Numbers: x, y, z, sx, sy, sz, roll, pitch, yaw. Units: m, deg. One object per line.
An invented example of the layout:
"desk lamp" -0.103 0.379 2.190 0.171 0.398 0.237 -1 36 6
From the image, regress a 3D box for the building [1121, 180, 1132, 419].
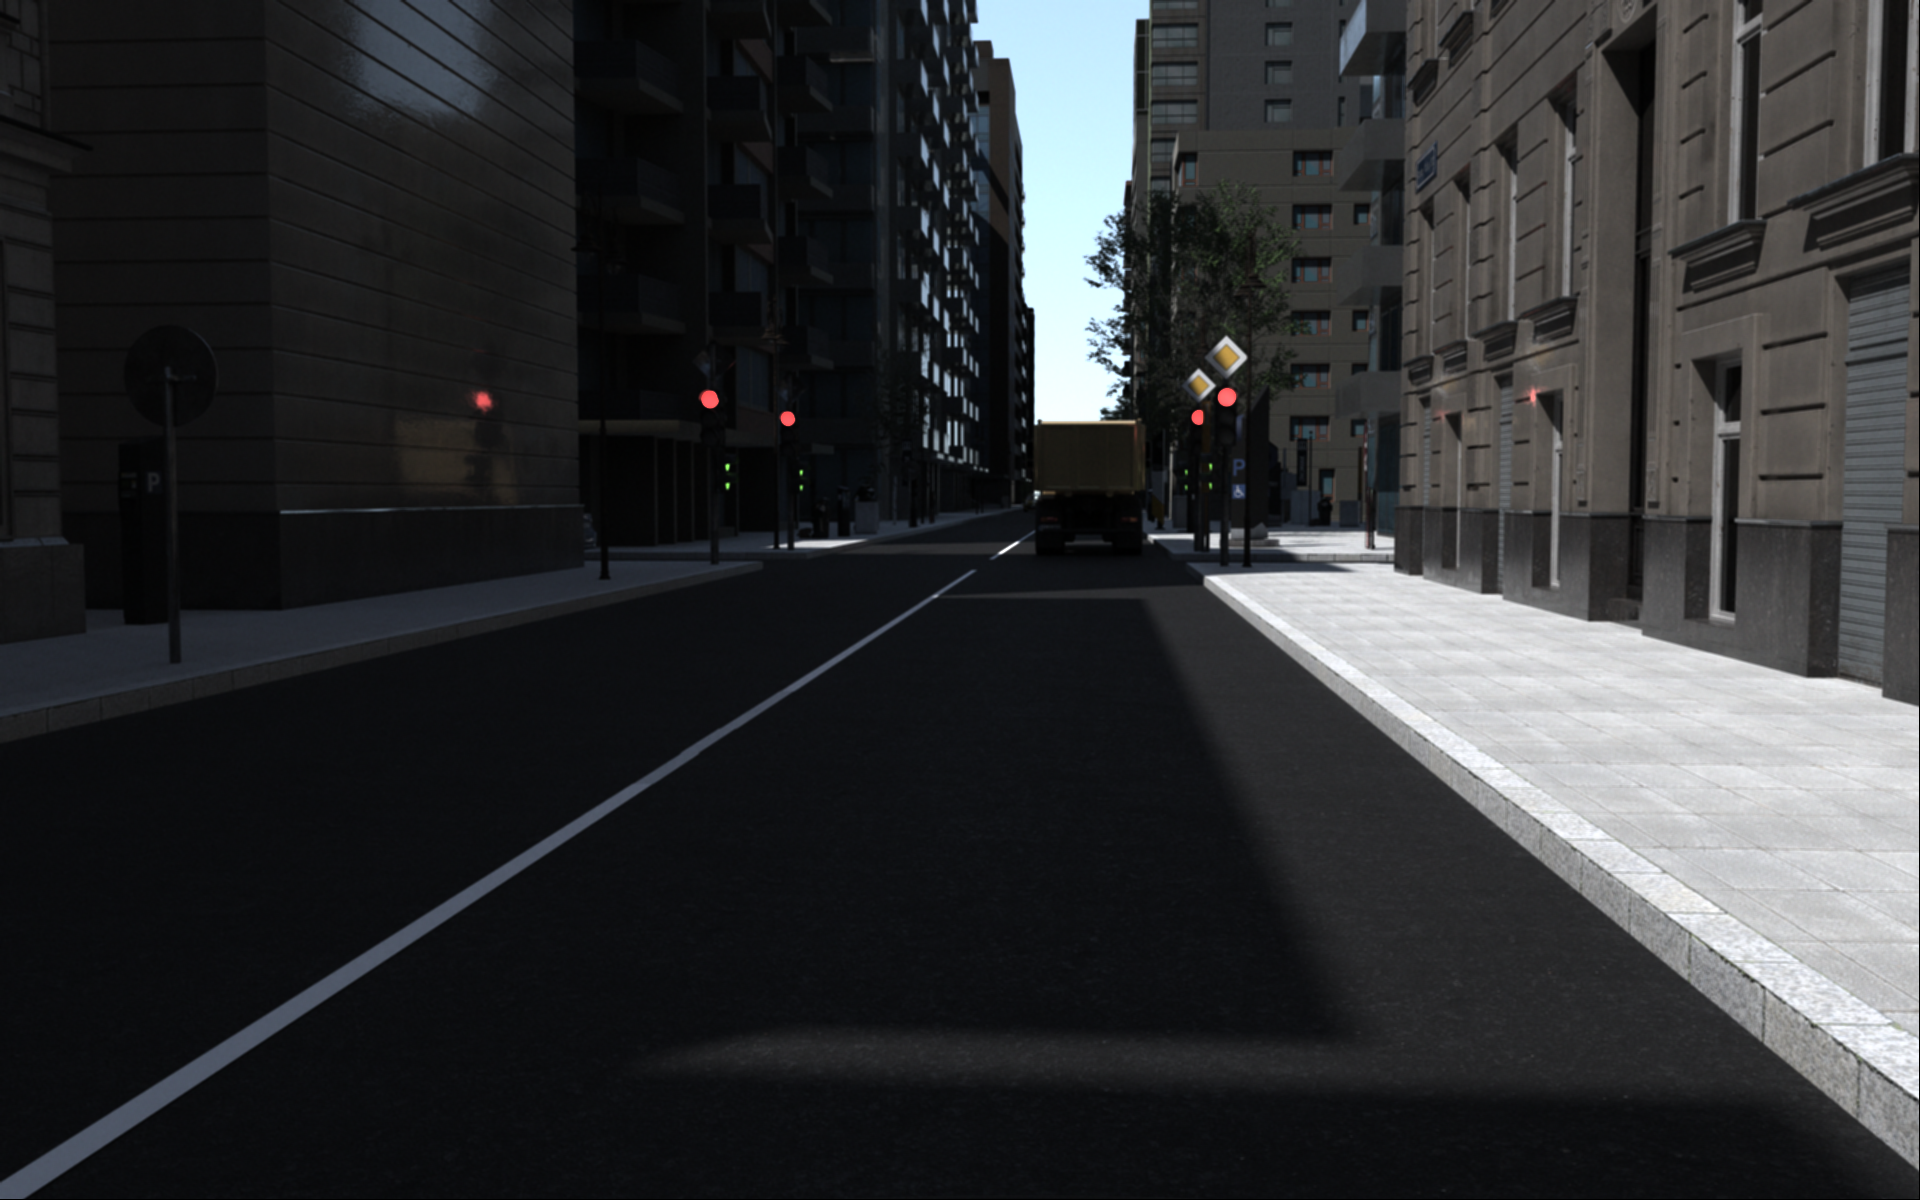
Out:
"building" 33.268 -35.587 236.475 22.147 44.769 28.867 0 4 4

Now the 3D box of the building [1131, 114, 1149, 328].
"building" 31.778 -35.933 211.214 21.300 48.544 21.600 0 4 4

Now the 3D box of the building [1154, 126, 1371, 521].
"building" 25.248 -15.356 96.102 27.650 21.520 28.899 0 4 4

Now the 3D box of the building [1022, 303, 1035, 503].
"building" 3.913 -29.780 258.596 14.160 30.474 14.107 0 4 4

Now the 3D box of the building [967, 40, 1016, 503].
"building" -1.599 -32.166 176.026 14.600 45.320 14.200 0 4 4

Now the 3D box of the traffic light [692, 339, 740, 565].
"traffic light" -4.448 -2.599 31.410 0.839 4.253 0.868 0 4 4

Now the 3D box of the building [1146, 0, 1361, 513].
"building" 20.351 -26.881 123.098 14.154 41.232 14.086 0 4 4

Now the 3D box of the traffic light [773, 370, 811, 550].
"traffic light" -3.840 -3.086 39.372 0.839 4.253 0.868 0 4 4

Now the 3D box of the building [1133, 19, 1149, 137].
"building" 34.149 -50.282 260.366 20.563 71.187 20.611 0 4 4

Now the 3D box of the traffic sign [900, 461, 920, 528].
"traffic sign" -1.927 -4.040 66.162 0.768 2.556 0.104 1 4 9

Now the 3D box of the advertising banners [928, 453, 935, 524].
"advertising banners" -1.257 -4.827 75.116 0.090 3.025 2.074 0 4 7

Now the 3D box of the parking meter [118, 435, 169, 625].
"parking meter" -8.056 -0.695 17.082 0.255 1.863 0.399 1 4 17

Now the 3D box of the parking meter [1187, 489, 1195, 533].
"parking meter" 7.677 -2.981 57.152 0.372 1.533 0.369 0 3 0

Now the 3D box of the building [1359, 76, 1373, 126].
"building" 29.682 -33.895 143.430 28.713 52.752 27.495 0 4 4

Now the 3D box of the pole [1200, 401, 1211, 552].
"pole" 5.410 -2.710 38.145 0.158 3.312 0.155 0 3 0

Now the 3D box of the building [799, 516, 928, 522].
"building" -12.326 -28.862 91.498 23.786 49.044 30.456 0 4 4

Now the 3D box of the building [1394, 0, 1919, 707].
"building" 11.876 -13.336 15.310 12.463 27.353 25.104 0 4 4

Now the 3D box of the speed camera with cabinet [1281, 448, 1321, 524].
"speed camera with cabinet" 15.557 -5.231 79.856 2.038 3.252 0.660 0 4 -5

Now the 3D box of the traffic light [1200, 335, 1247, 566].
"traffic light" 4.688 -2.557 30.732 0.839 4.253 0.868 0 4 4

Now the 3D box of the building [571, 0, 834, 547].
"building" -16.092 -24.440 54.215 22.147 44.769 28.867 0 4 4

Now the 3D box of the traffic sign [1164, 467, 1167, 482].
"traffic sign" 7.306 -3.752 63.477 0.606 2.300 0.079 1 4 13

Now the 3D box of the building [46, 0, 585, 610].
"building" -19.119 -13.925 24.941 25.104 27.353 12.463 0 4 4

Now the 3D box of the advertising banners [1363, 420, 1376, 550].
"advertising banners" 9.595 -2.717 40.613 0.090 3.025 2.074 0 4 7

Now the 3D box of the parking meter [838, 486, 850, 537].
"parking meter" -3.513 -2.687 52.348 0.372 1.533 0.369 0 3 0

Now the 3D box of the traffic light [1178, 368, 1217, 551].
"traffic light" 5.296 -3.044 38.694 0.839 4.253 0.868 0 4 4

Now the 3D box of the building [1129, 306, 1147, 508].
"building" 31.095 -20.046 172.783 27.650 21.520 28.899 0 4 4

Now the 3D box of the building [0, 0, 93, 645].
"building" -13.451 -8.692 6.738 10.561 19.102 19.286 0 4 4

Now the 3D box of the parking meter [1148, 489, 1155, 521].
"parking meter" 9.246 -4.600 83.616 0.372 1.533 0.369 0 3 0

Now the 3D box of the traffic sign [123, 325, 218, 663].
"traffic sign" -5.958 -0.793 13.072 0.768 2.556 0.104 1 4 8

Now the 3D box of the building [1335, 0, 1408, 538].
"building" 26.749 -26.370 50.765 30.456 49.044 23.786 0 4 4

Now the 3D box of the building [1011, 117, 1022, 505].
"building" -3.543 -35.852 209.876 21.300 48.544 21.600 0 4 4

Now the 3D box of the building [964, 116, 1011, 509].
"building" -11.757 -28.499 157.838 32.217 40.220 23.993 0 4 4

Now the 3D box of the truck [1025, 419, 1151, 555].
"truck" 3.286 -2.959 44.297 3.469 3.379 9.791 0 4 4

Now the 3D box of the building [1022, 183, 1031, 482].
"building" -2.486 -37.690 235.835 23.786 49.044 30.456 0 4 4

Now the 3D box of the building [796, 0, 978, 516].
"building" -10.228 -31.229 130.200 23.786 49.044 30.456 0 4 4
